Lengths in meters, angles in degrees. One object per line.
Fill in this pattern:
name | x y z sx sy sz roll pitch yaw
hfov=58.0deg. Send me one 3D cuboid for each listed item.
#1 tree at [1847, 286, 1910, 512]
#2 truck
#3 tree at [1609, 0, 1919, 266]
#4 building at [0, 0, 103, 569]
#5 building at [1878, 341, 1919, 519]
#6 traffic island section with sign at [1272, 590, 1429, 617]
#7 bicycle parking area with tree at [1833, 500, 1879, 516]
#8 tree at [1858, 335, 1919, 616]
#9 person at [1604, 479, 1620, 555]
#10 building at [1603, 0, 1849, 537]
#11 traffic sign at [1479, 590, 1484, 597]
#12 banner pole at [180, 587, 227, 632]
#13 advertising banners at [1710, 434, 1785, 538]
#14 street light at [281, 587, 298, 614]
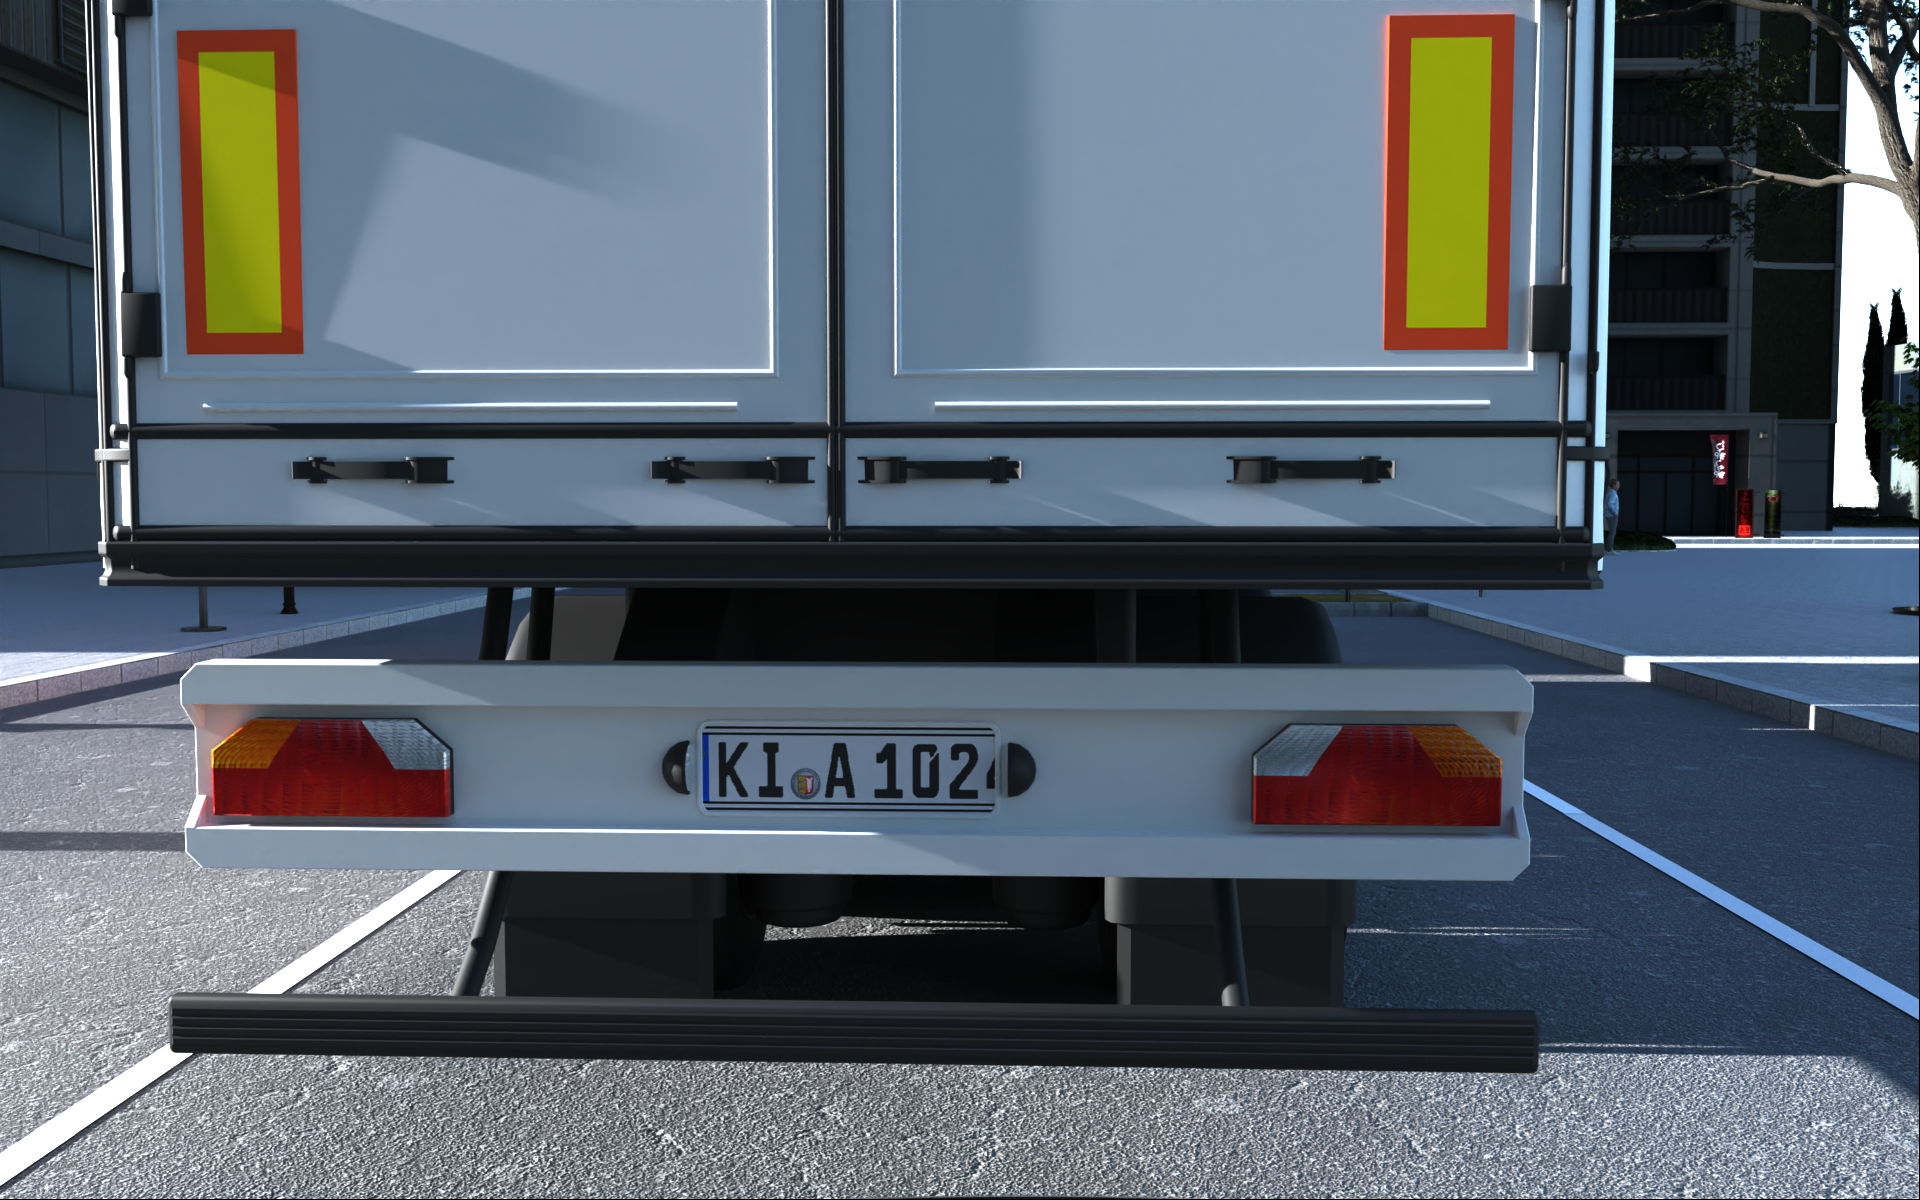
tree | 65.094 -13.038 114.988 13.155 14.587 18.604 0 4 -1
truck | 0.056 -1.183 8.257 2.839 4.237 11.283 0 4 3
tree | 6.958 -4.736 11.853 8.767 10.594 7.601 1 4 22
building | -28.708 -26.763 26.810 27.495 52.752 28.713 0 4 2
building | 54.183 -45.896 63.075 31.000 86.520 22.319 0 4 2
traffic island section with sign | 4.529 -0.771 21.230 1.989 1.847 2.006 0 4 2
bicycle parking area with tree | 49.505 -6.206 88.467 9.016 4.147 8.231 1 4 9
tree | 10.642 -1.450 18.310 1.663 3.219 1.824 0 3 0
person | 13.684 -1.741 36.315 0.330 1.601 0.589 1 4 22
building | 20.262 -38.041 60.219 20.611 71.187 20.563 0 4 2
traffic sign | 6.494 -1.315 21.496 0.884 2.594 0.081 0 4 6
banner pole | -7.166 -1.586 15.945 0.401 3.779 0.863 1 4 14
advertising banners | 22.930 -3.321 50.488 2.074 3.025 0.090 1 4 15
street light | -7.184 -2.788 18.377 0.468 5.910 1.993 0 4 2
